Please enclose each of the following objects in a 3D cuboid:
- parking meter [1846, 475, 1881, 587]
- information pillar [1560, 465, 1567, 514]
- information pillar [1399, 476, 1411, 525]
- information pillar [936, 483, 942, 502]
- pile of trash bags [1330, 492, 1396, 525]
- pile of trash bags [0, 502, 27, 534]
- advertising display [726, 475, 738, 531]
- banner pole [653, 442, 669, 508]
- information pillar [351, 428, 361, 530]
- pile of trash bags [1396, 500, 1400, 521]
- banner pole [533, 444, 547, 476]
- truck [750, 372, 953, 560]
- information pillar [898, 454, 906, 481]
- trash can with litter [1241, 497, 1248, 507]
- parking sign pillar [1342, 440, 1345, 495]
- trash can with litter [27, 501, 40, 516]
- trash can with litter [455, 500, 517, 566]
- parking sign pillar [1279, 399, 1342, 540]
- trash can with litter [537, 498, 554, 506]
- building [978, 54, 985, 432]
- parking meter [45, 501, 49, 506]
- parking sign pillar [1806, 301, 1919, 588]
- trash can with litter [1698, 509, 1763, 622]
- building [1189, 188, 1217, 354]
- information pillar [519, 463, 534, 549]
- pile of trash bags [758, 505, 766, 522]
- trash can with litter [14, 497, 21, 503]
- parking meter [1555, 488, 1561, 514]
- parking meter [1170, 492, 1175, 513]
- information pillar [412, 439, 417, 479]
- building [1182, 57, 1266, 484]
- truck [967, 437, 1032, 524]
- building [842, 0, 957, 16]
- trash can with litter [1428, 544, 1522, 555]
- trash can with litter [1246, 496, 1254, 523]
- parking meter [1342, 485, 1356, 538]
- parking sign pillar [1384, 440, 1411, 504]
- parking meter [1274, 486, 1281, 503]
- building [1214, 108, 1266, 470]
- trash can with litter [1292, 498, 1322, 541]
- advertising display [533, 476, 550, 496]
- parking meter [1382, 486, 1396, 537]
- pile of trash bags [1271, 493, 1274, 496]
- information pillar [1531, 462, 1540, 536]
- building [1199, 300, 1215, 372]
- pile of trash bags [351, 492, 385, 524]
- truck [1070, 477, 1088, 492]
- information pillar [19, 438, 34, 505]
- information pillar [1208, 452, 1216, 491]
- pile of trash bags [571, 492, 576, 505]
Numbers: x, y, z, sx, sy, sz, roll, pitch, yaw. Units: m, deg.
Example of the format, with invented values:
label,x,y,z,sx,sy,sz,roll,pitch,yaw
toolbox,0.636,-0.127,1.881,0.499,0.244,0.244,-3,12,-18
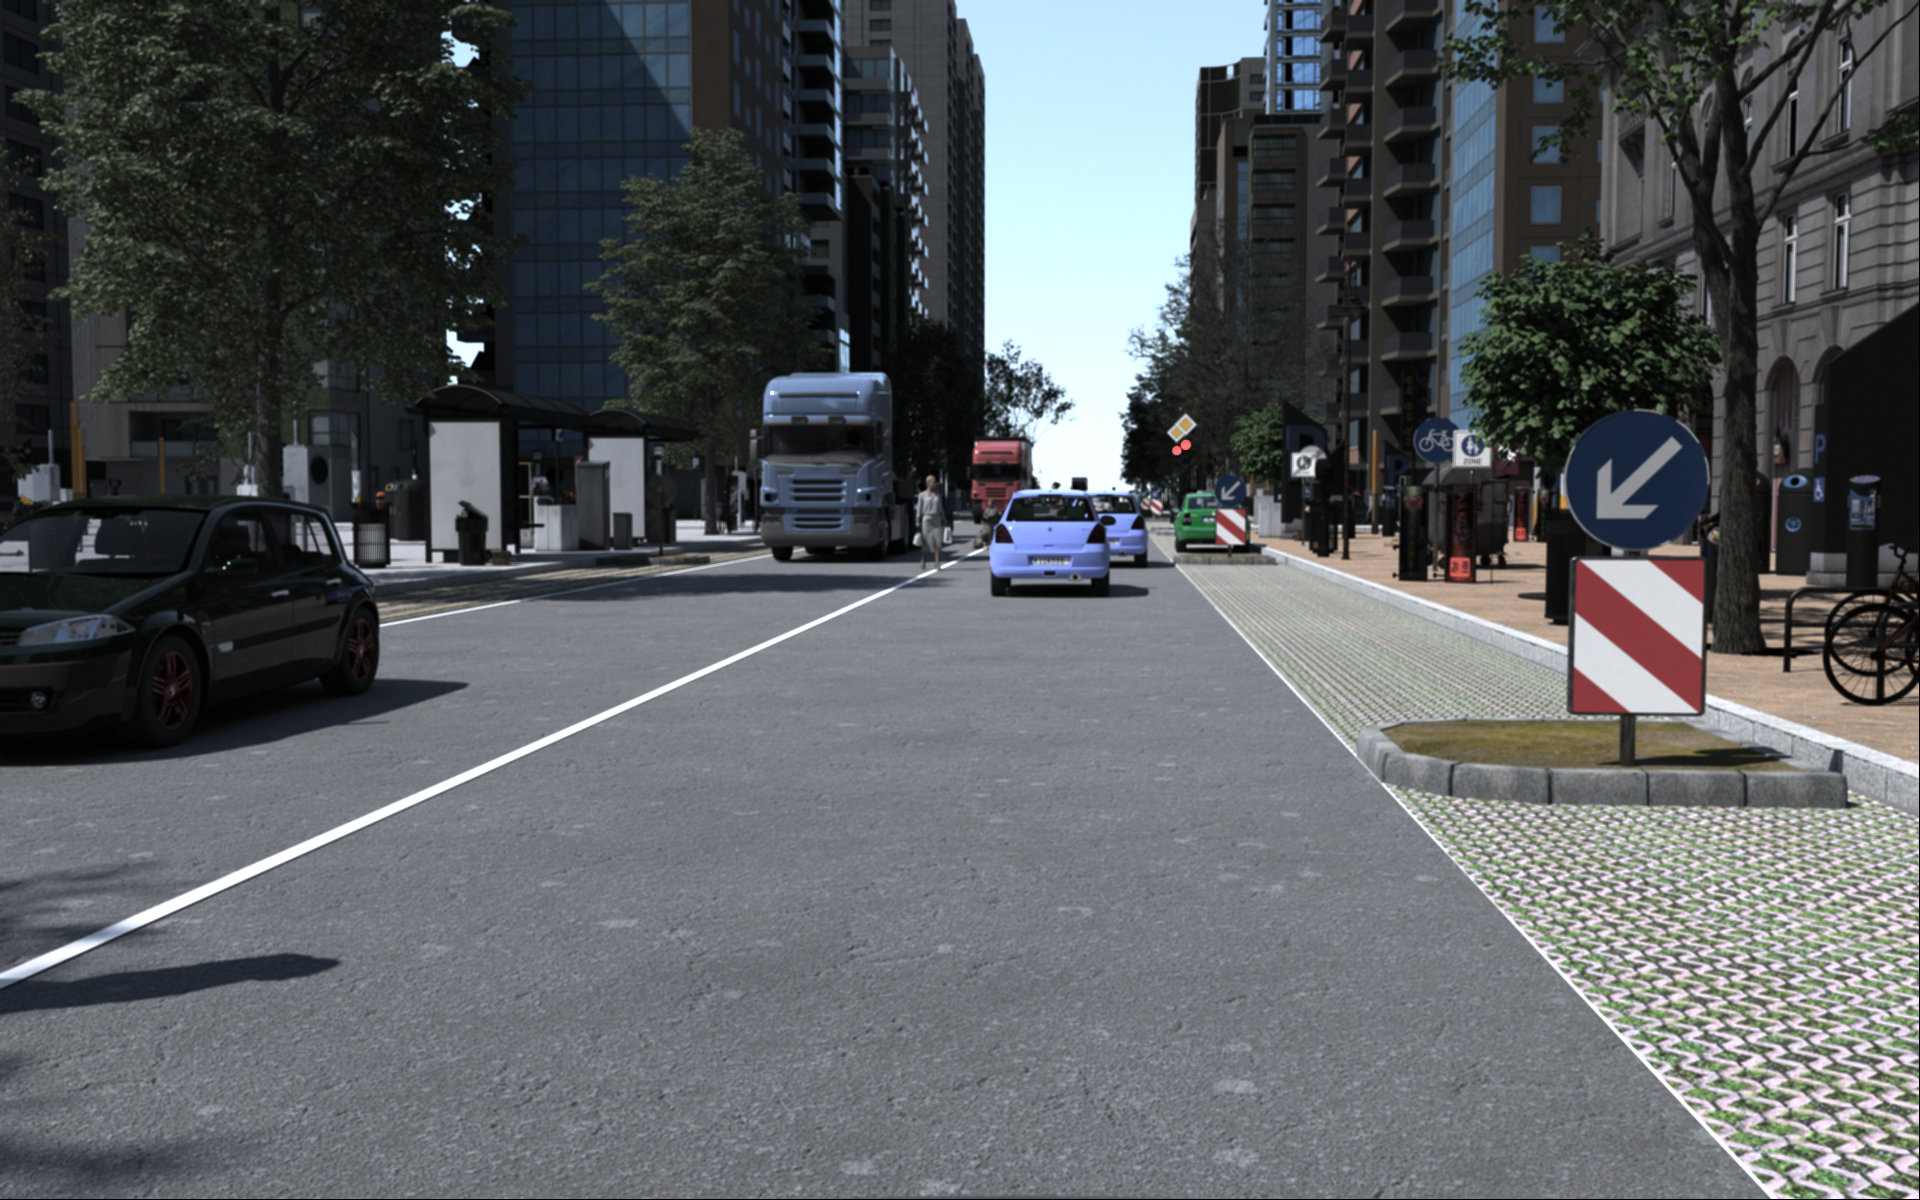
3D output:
label,x,y,z,sx,sy,sz,roll,pitch,yaw
parking meter,11.790,-0.868,22.606,0.372,1.533,0.369,0,3,0
information pillar,24.469,-4.796,69.774,0.504,3.616,0.183,2,4,30
information pillar,18.231,-4.066,70.977,0.304,2.012,0.304,-2,4,-30
information pillar,-1.414,-6.859,116.644,0.304,2.012,0.304,3,5,44
pile of trash bags,15.956,-3.797,71.840,3.447,1.369,1.912,-2,4,-24
pile of trash bags,-26.234,-2.308,47.484,1.912,1.369,3.447,3,5,43
advertising display,-7.892,-3.357,60.102,0.123,1.923,0.974,1,4,10
banner pole,-13.124,-5.286,76.442,0.863,3.779,0.401,0,4,2
information pillar,-21.333,-4.270,61.174,0.504,3.616,0.183,3,5,44
pile of trash bags,20.227,-4.446,82.437,3.447,1.369,1.912,0,4,6
banner pole,-20.855,-5.885,86.240,0.863,3.779,0.401,-2,4,-25
truck,-2.202,-3.332,44.230,2.967,4.110,18.799,0,4,5
information pillar,-3.378,-6.709,101.039,0.504,3.616,0.183,0,4,-7
trash can with litter,14.853,-4.910,91.672,0.624,1.170,1.055,-1,4,-9
parking sign pillar,18.406,-5.929,85.410,1.447,3.967,1.447,-3,5,-41
trash can with litter,-19.864,-1.522,35.949,2.233,1.210,1.678,-3,5,-40
trash can with litter,-8.530,-1.210,31.174,1.055,1.170,0.624,0,4,-2
parking sign pillar,9.839,-3.719,49.285,1.447,3.967,1.447,0,4,-6
trash can with litter,-11.606,-2.312,49.191,0.624,1.170,1.055,-2,4,-35
building,-6.234,-50.686,266.968,20.563,71.187,20.611,0,4,5
parking meter,-42.478,-4.589,80.749,0.399,1.863,0.255,3,4,36
parking sign pillar,12.683,-2.186,24.206,1.447,3.967,1.447,0,4,3
trash can with litter,7.585,-0.371,17.450,0.624,1.170,1.055,0,4,-7
building,46.738,-39.434,268.447,21.300,48.544,21.600,0,4,5
information pillar,-10.192,-2.213,40.680,0.304,2.012,0.304,0,4,-1
pile of trash bags,-8.096,-4.223,78.799,1.912,1.369,3.447,-1,4,-19
trash can with litter,-41.863,-3.992,76.654,1.055,1.170,0.624,1,4,21
parking meter,24.444,-3.800,70.535,0.372,1.533,0.369,0,3,0
parking meter,14.625,-6.777,119.222,0.372,1.533,0.369,0,3,0
information pillar,-23.184,-5.036,73.689,0.183,3.616,0.504,-2,4,-32
building,47.560,-52.023,288.829,20.563,71.187,20.611,0,4,5
truck,2.133,-5.982,86.724,2.839,4.237,11.283,0,4,5
building,-8.815,-49.437,246.541,20.563,71.187,20.611,0,4,5
trash can with litter,10.840,-1.589,37.043,2.233,1.210,1.678,1,4,23
trash can with litter,12.692,-4.081,77.786,2.233,1.210,1.678,0,4,-7
parking meter,11.290,-2.560,50.261,0.372,1.533,0.369,0,3,0
parking sign pillar,21.692,-5.955,85.841,1.447,3.967,1.447,-1,4,-10
parking meter,9.749,-2.713,52.763,0.372,1.533,0.369,0,3,0
building,37.177,-33.739,201.750,14.600,45.320,14.200,0,4,5
trash can with litter,9.396,-2.184,47.103,0.624,1.170,1.055,-2,4,-24
advertising display,-14.968,-3.441,61.471,0.123,1.923,0.974,3,4,38
parking meter,12.934,-2.680,52.228,0.372,1.533,0.369,0,3,0
pile of trash bags,17.378,-5.046,92.250,3.447,1.369,1.912,-3,5,-40
information pillar,17.580,-3.756,52.771,0.183,3.616,0.504,0,4,7
building,41.592,-29.307,250.872,14.160,30.474,14.107,0,4,5
pile of trash bags,-24.823,-3.921,73.865,1.912,1.369,3.447,-2,4,-25
truck,20.247,-18.621,293.370,2.839,4.237,11.283,0,4,6
information pillar,-38.738,-4.927,71.908,0.504,3.616,0.183,-1,4,-11
information pillar,13.799,-6.343,95.061,0.504,3.616,0.183,-1,4,-22
pile of trash bags,-19.594,-4.394,81.587,3.447,1.369,1.912,-1,4,-19
